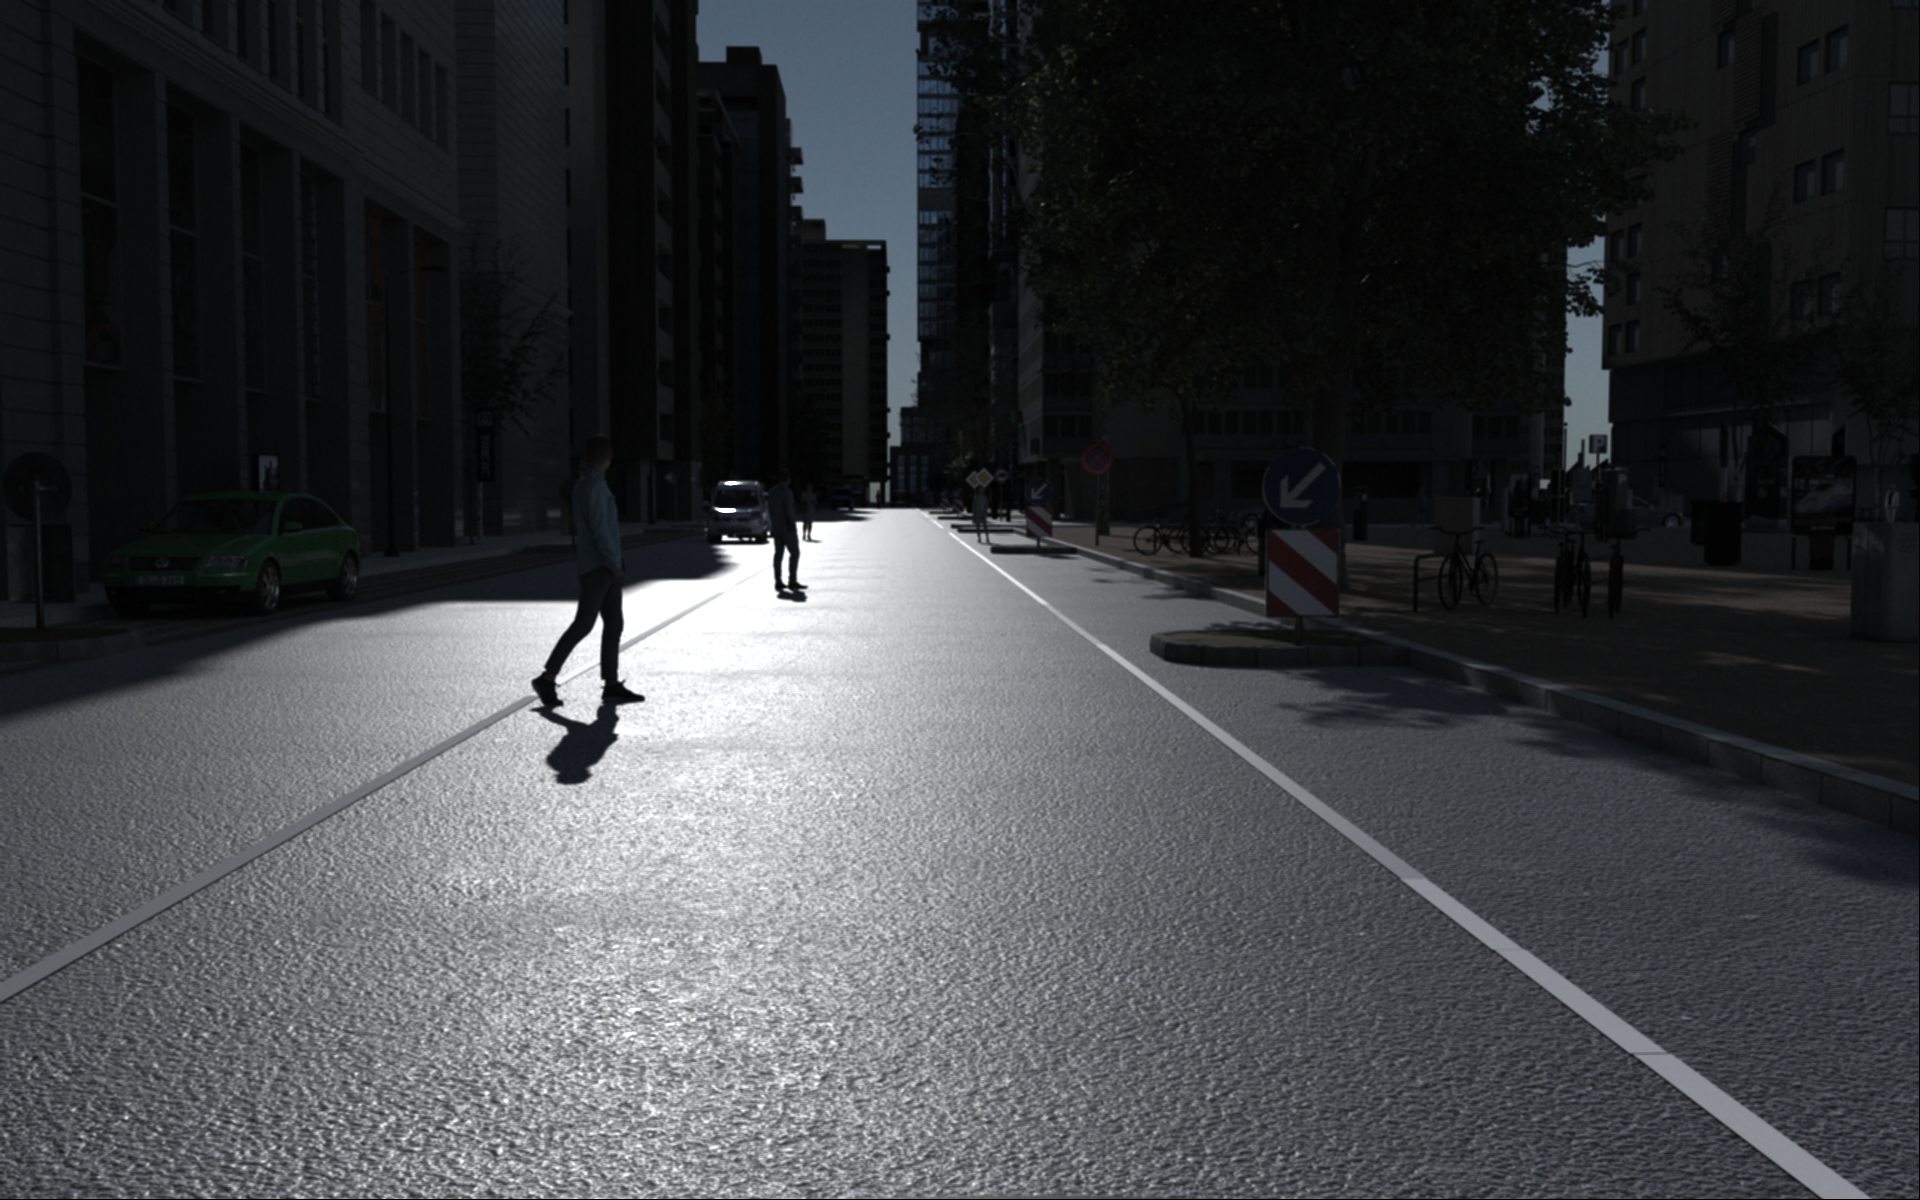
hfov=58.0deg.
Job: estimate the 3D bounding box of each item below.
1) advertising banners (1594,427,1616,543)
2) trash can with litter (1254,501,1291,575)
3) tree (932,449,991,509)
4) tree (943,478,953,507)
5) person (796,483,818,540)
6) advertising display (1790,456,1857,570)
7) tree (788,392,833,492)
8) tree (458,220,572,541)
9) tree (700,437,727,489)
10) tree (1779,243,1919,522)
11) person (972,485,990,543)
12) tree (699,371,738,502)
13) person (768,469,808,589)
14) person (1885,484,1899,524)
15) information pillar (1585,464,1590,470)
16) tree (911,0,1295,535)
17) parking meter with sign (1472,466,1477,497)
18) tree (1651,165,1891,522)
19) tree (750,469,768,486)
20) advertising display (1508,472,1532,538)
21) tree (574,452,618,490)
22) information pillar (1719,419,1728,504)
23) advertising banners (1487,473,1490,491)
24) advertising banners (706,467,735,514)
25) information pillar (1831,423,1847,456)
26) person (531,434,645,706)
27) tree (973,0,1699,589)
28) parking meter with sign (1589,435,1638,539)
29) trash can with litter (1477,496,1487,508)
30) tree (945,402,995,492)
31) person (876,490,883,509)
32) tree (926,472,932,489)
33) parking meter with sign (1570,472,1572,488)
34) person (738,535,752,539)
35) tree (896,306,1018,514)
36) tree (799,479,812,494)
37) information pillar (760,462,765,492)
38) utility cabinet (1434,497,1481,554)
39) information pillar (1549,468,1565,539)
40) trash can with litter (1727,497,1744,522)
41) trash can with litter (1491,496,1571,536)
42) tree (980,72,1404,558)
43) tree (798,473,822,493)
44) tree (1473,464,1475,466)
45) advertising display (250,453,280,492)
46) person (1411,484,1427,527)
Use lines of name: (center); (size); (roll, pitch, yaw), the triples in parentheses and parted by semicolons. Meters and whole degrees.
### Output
advertising banners: (17.166, -3.047, 46.011); (0.090, 3.025, 2.074); (1, 4, 10)
trash can with litter: (5.150, -0.964, 27.150); (1.055, 1.170, 0.624); (0, 4, 7)
tree: (1.264, -8.459, 122.019); (4.285, 4.588, 4.351); (0, 3, 0)
tree: (-0.912, -10.970, 173.966); (1.663, 3.219, 1.824); (0, 3, 0)
person: (-4.813, -2.784, 54.380); (0.716, 1.782, 0.532); (-2, 4, -23)
advertising display: (14.535, -1.466, 29.178); (0.974, 1.923, 0.123); (1, 4, 17)
tree: (-17.789, -16.750, 191.989); (7.486, 12.596, 7.792); (0, 3, 0)
tree: (-13.090, -5.956, 47.743); (4.360, 8.622, 3.978); (0, 3, 0)
tree: (-14.479, -6.828, 95.355); (4.285, 4.588, 4.351); (0, 3, 0)
tree: (27.811, -6.222, 52.098); (4.360, 8.622, 3.978); (0, 3, 0)
person: (0.613, -2.546, 51.134); (0.512, 1.701, 0.522); (0, 4, -2)
tree: (-14.828, -9.260, 101.761); (4.737, 8.622, 4.395); (0, 3, 0)
person: (-2.660, -1.079, 26.243); (0.635, 1.810, 0.391); (3, 4, 39)
person: (38.882, -3.909, 72.289); (0.514, 1.842, 0.818); (2, 4, 28)
information pillar: (49.232, -8.857, 136.165); (0.504, 3.616, 0.183); (2, 4, 27)
tree: (4.508, -12.001, 52.109); (12.611, 20.169, 13.585); (0, 3, 0)
parking meter with sign: (31.586, -6.770, 106.953); (0.543, 3.016, 1.738); (1, 4, 17)
tree: (17.915, -5.432, 39.170); (4.360, 8.622, 3.978); (0, 3, 0)
tree: (-15.702, -8.425, 132.344); (1.663, 3.219, 1.824); (0, 3, 0)
advertising display: (16.388, -2.783, 50.711); (0.123, 1.923, 0.974); (-1, 4, -18)
tree: (-13.846, -4.356, 65.818); (1.663, 3.219, 1.824); (0, 3, 0)
information pillar: (23.877, -3.842, 54.170); (0.183, 3.616, 0.504); (0, 4, 7)
advertising banners: (43.683, -9.077, 144.589); (2.074, 3.025, 0.090); (-3, 4, -38)
advertising banners: (-15.624, -7.145, 113.010); (2.074, 3.025, 0.090); (1, 4, 17)
information pillar: (29.102, -4.038, 57.380); (0.183, 3.616, 0.504); (-2, 4, -31)
person: (-2.553, -0.215, 11.882); (0.748, 1.841, 0.638); (0, 4, -7)
tree: (5.055, -7.129, 23.222); (9.857, 13.997, 8.962); (0, 3, 0)
parking meter with sign: (18.948, -3.295, 50.131); (0.543, 3.016, 1.738); (-1, 4, -15)
trash can with litter: (32.699, -5.956, 108.767); (0.624, 1.170, 1.055); (2, 4, 29)
tree: (1.152, -11.436, 137.338); (4.360, 8.622, 3.978); (0, 3, 0)
person: (-7.921, -9.803, 168.718); (0.705, 1.831, 1.348); (-2, 4, -31)
tree: (-2.685, -14.581, 222.119); (4.285, 4.588, 4.351); (0, 3, 0)
parking meter with sign: (50.988, -9.024, 143.804); (1.738, 3.016, 0.543); (-1, 4, -21)
person: (-6.791, -2.842, 54.883); (0.656, 1.842, 0.836); (-2, 4, -26)
tree: (1.365, -12.360, 112.454); (12.009, 13.543, 11.850); (0, 3, 0)
tree: (-17.796, -12.451, 198.173); (1.663, 3.219, 1.824); (0, 3, 0)
information pillar: (-14.563, -8.355, 127.959); (0.183, 3.616, 0.504); (2, 4, 28)
utility cabinet: (10.696, -1.597, 37.273); (0.306, 1.237, 1.020); (-2, 4, -35)
information pillar: (17.164, -2.769, 49.763); (0.304, 2.012, 0.304); (-3, 5, -39)
trash can with litter: (35.737, -4.172, 79.602); (1.055, 1.170, 0.624); (2, 4, 28)
trash can with litter: (17.441, -2.578, 53.203); (1.678, 1.210, 2.233); (-3, 5, -42)
tree: (4.785, -6.163, 35.170); (8.767, 10.594, 7.601); (0, 4, -6)
tree: (-19.448, -14.778, 225.339); (4.285, 4.588, 4.351); (0, 3, 0)
tree: (31.415, -7.799, 111.231); (4.285, 4.588, 4.351); (0, 3, 0)
advertising display: (-10.939, -1.352, 27.318); (0.123, 1.923, 0.974); (0, 4, -3)
person: (18.405, -3.718, 69.318); (0.654, 1.822, 0.581); (1, 4, 14)
